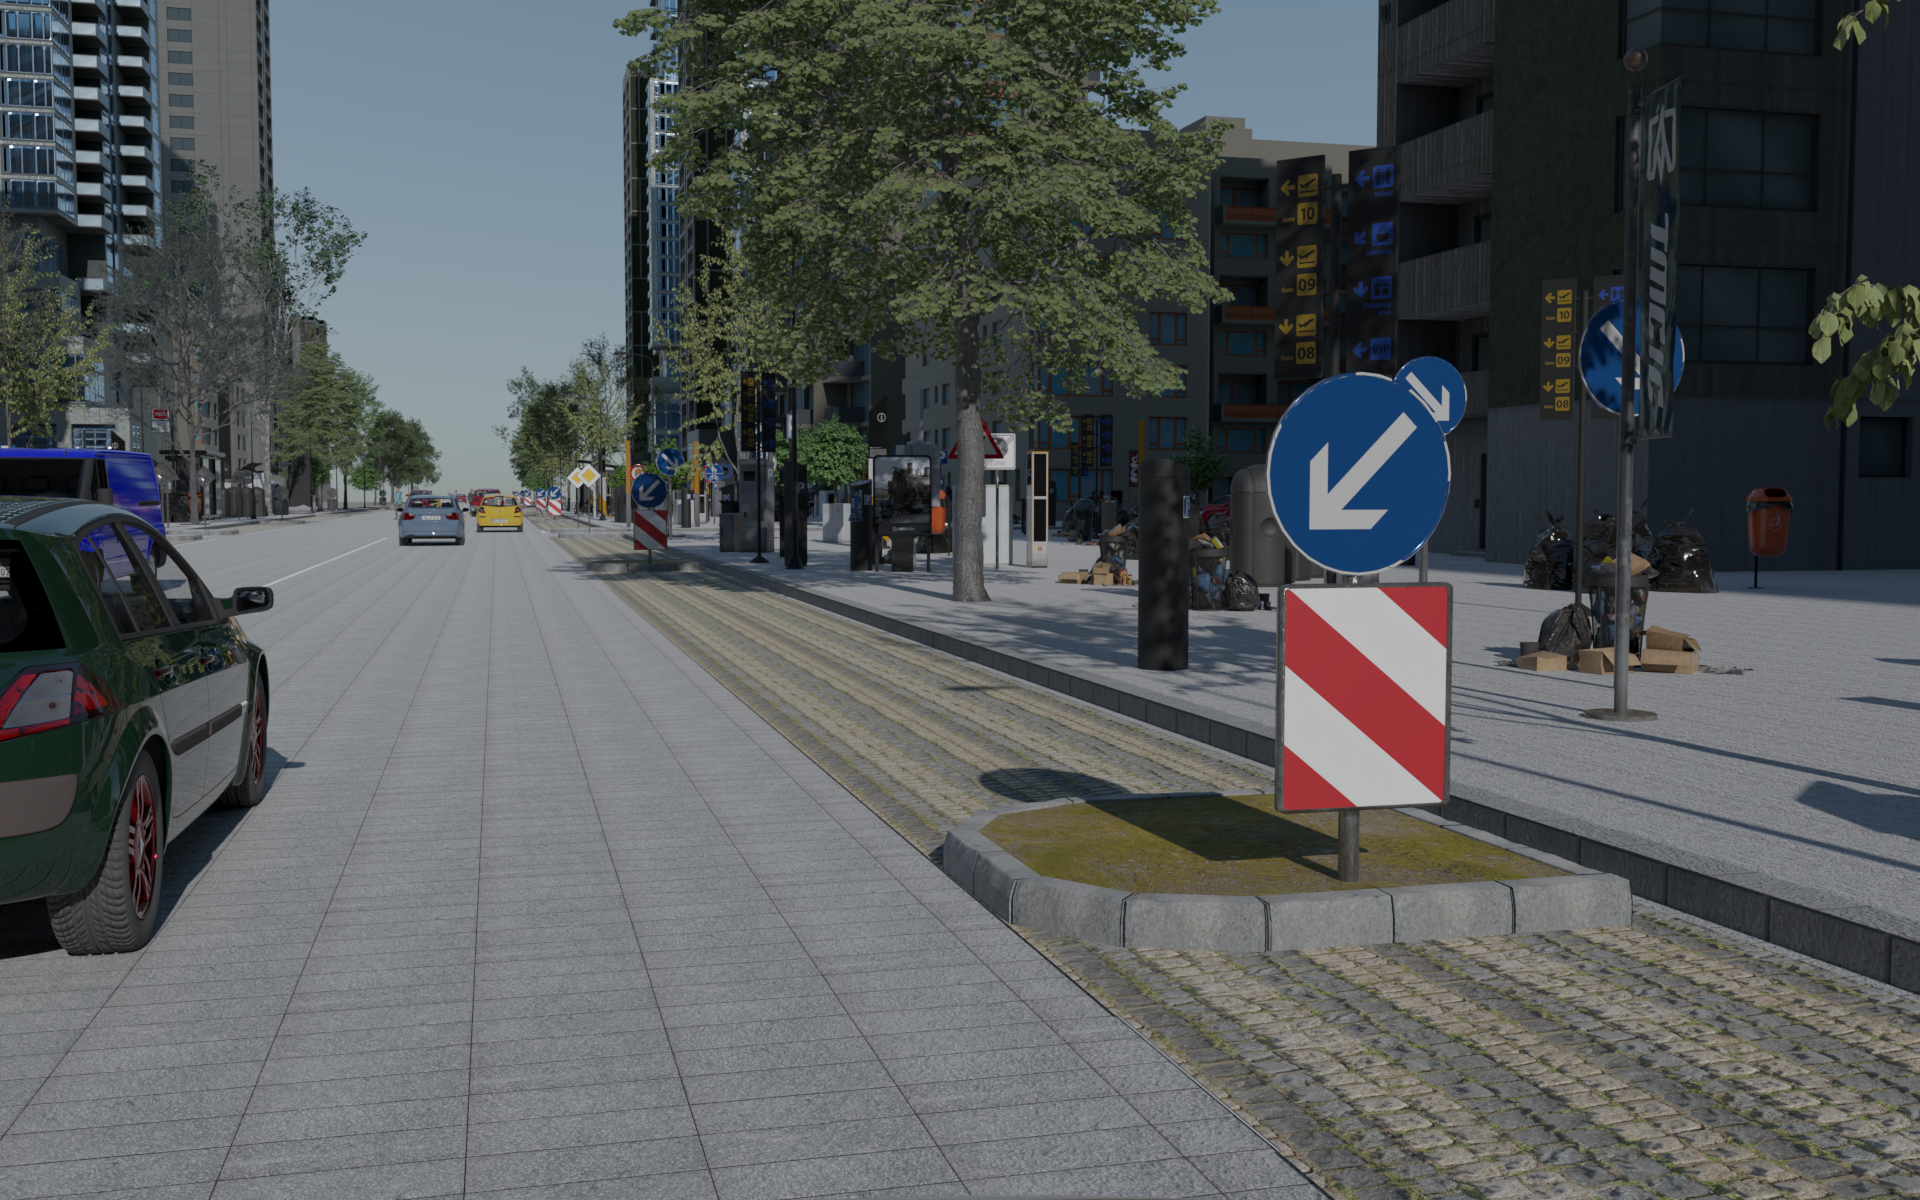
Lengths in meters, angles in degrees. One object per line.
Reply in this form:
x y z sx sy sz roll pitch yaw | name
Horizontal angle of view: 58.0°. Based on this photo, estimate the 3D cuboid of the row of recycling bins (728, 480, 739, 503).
-6.776 -2.872 54.071 1.069 1.692 3.534 0 4 -4 | row of recycling bins

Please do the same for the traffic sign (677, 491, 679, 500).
-14.857 -5.571 91.195 0.768 2.556 0.104 -1 4 -11 | traffic sign

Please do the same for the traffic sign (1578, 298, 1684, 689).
4.348 -0.687 11.334 0.768 2.556 0.104 -1 4 -13 | traffic sign

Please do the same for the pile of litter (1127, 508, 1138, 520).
5.630 -2.424 53.595 1.176 0.858 1.719 1 4 19 | pile of litter

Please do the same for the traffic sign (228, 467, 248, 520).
-35.074 -5.148 84.167 0.884 2.594 0.081 -1 4 -14 | traffic sign

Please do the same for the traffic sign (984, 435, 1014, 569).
0.632 -1.668 29.394 0.606 2.300 0.079 -1 4 -12 | traffic sign

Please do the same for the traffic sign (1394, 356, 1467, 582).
4.319 -0.978 16.100 0.768 2.556 0.104 -1 4 -12 | traffic sign

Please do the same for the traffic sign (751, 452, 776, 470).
-5.751 -3.091 50.647 0.768 2.556 0.104 0 4 -8 | traffic sign

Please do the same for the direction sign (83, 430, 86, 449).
-30.972 -4.242 61.357 0.379 3.537 0.876 -2 4 -30 | direction sign

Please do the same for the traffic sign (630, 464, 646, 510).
-13.843 -4.553 74.554 0.768 2.556 0.104 -1 4 -13 | traffic sign

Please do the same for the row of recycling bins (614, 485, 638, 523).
-15.088 -4.348 78.204 1.069 1.692 3.534 -1 4 -16 | row of recycling bins

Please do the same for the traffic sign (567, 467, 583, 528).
-14.228 -3.723 64.510 0.795 2.450 0.064 -1 4 -15 | traffic sign

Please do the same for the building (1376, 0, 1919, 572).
16.179 -16.146 35.685 14.160 30.474 14.107 -1 4 -15 | building

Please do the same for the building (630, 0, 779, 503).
-38.409 -58.026 261.402 22.319 86.520 31.000 -1 4 -15 | building

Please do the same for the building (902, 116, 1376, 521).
13.922 -15.486 98.238 28.899 21.520 27.650 -1 4 -15 | building

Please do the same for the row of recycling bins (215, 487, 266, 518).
-39.829 -5.424 95.791 1.069 1.692 3.534 1 4 21 | row of recycling bins

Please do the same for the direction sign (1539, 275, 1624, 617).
6.526 -1.602 18.183 0.876 3.537 0.379 2 4 34 | direction sign

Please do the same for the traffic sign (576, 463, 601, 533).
-12.166 -3.251 56.795 0.795 2.450 0.064 -1 4 -15 | traffic sign

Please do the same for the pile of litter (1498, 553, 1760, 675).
4.881 0.079 12.672 1.719 0.858 1.176 2 4 31 | pile of litter

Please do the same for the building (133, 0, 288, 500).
-100.552 -48.498 231.195 20.563 71.187 20.611 -1 4 -15 | building

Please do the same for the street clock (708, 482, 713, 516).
-14.336 -5.861 100.392 0.471 2.002 0.358 1 4 11 | street clock

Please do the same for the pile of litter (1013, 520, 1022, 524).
1.950 -3.680 74.132 1.176 0.858 1.719 -2 4 -31 | pile of litter

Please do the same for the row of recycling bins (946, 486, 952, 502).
-1.456 -4.994 88.772 1.069 1.692 3.534 -2 4 -32 | row of recycling bins

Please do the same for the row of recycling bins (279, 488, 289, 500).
-49.132 -7.256 125.746 3.534 1.692 1.069 -2 4 -34 | row of recycling bins

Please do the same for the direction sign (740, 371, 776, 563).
-3.743 -2.460 32.217 0.379 3.537 0.876 3 4 39 | direction sign

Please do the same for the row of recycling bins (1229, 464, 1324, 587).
4.650 -1.116 25.368 1.069 1.692 3.534 1 4 22 | row of recycling bins

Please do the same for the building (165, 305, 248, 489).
-86.982 -19.901 170.422 27.650 21.520 28.899 -1 4 -15 | building

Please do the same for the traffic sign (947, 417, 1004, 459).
0.230 -1.610 26.333 0.884 2.594 0.081 -1 4 -12 | traffic sign

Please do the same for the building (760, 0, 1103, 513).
-2.610 -28.792 125.368 22.147 44.769 28.867 -1 4 -15 | building

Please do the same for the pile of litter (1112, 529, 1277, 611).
2.706 -0.328 19.336 1.719 0.858 1.176 1 4 19 | pile of litter

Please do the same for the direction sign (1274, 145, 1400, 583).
2.500 -1.198 11.592 0.876 3.537 0.379 3 4 38 | direction sign

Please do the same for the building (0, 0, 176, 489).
-77.058 -50.585 139.738 22.319 86.520 31.000 -1 4 -15 | building

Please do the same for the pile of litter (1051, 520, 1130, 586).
1.995 -0.663 24.807 1.176 0.858 1.719 0 4 -4 | pile of litter

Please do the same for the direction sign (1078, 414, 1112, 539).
3.886 -3.502 49.262 0.876 3.537 0.379 1 4 10 | direction sign

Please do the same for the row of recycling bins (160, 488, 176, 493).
-53.232 -6.814 118.528 1.069 1.692 3.534 2 4 29 | row of recycling bins

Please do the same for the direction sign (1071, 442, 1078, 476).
5.248 -5.150 76.192 0.876 3.537 0.379 -2 4 -27 | direction sign

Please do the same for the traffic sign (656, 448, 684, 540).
-8.039 -2.934 48.082 0.768 2.556 0.104 -1 4 -13 | traffic sign

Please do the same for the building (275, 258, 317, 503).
-112.076 -34.326 253.111 32.217 40.220 23.993 -1 4 -15 | building

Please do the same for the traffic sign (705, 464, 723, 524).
-10.400 -4.475 73.276 0.768 2.556 0.104 -1 4 -9 | traffic sign

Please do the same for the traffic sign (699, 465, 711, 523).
-11.305 -4.722 77.310 0.768 2.556 0.104 -1 4 -14 | traffic sign

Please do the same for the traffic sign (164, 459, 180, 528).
-29.680 -3.966 64.848 0.884 2.594 0.081 0 4 -8 | traffic sign

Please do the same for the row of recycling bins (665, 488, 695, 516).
-16.614 -5.726 100.727 3.534 1.692 1.069 0 4 -5 | row of recycling bins

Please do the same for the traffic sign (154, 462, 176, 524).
-24.630 -3.049 53.497 0.795 2.450 0.064 -1 4 -15 | traffic sign

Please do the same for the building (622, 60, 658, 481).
-46.640 -51.901 286.830 20.563 71.187 20.611 -1 4 -15 | building

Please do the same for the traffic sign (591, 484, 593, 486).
-24.311 -7.047 115.224 0.884 2.594 0.081 0 4 -7 | traffic sign

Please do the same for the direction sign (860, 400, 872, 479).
-2.182 -3.068 42.166 0.379 3.537 0.876 0 4 1 | direction sign

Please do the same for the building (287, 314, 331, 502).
-108.211 -30.773 274.841 14.160 30.474 14.107 -1 4 -15 | building

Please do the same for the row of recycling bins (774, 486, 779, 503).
-10.385 -5.086 90.270 1.069 1.692 3.534 -2 4 -35 | row of recycling bins

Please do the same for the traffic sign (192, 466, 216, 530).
-26.692 -3.521 61.212 0.795 2.450 0.064 -1 4 -15 | traffic sign

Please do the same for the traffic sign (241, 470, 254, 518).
-37.419 -5.553 90.892 0.768 2.556 0.104 0 4 -5 | traffic sign

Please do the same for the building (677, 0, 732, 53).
-22.115 -46.119 192.292 20.563 71.187 20.611 -1 4 -15 | building
